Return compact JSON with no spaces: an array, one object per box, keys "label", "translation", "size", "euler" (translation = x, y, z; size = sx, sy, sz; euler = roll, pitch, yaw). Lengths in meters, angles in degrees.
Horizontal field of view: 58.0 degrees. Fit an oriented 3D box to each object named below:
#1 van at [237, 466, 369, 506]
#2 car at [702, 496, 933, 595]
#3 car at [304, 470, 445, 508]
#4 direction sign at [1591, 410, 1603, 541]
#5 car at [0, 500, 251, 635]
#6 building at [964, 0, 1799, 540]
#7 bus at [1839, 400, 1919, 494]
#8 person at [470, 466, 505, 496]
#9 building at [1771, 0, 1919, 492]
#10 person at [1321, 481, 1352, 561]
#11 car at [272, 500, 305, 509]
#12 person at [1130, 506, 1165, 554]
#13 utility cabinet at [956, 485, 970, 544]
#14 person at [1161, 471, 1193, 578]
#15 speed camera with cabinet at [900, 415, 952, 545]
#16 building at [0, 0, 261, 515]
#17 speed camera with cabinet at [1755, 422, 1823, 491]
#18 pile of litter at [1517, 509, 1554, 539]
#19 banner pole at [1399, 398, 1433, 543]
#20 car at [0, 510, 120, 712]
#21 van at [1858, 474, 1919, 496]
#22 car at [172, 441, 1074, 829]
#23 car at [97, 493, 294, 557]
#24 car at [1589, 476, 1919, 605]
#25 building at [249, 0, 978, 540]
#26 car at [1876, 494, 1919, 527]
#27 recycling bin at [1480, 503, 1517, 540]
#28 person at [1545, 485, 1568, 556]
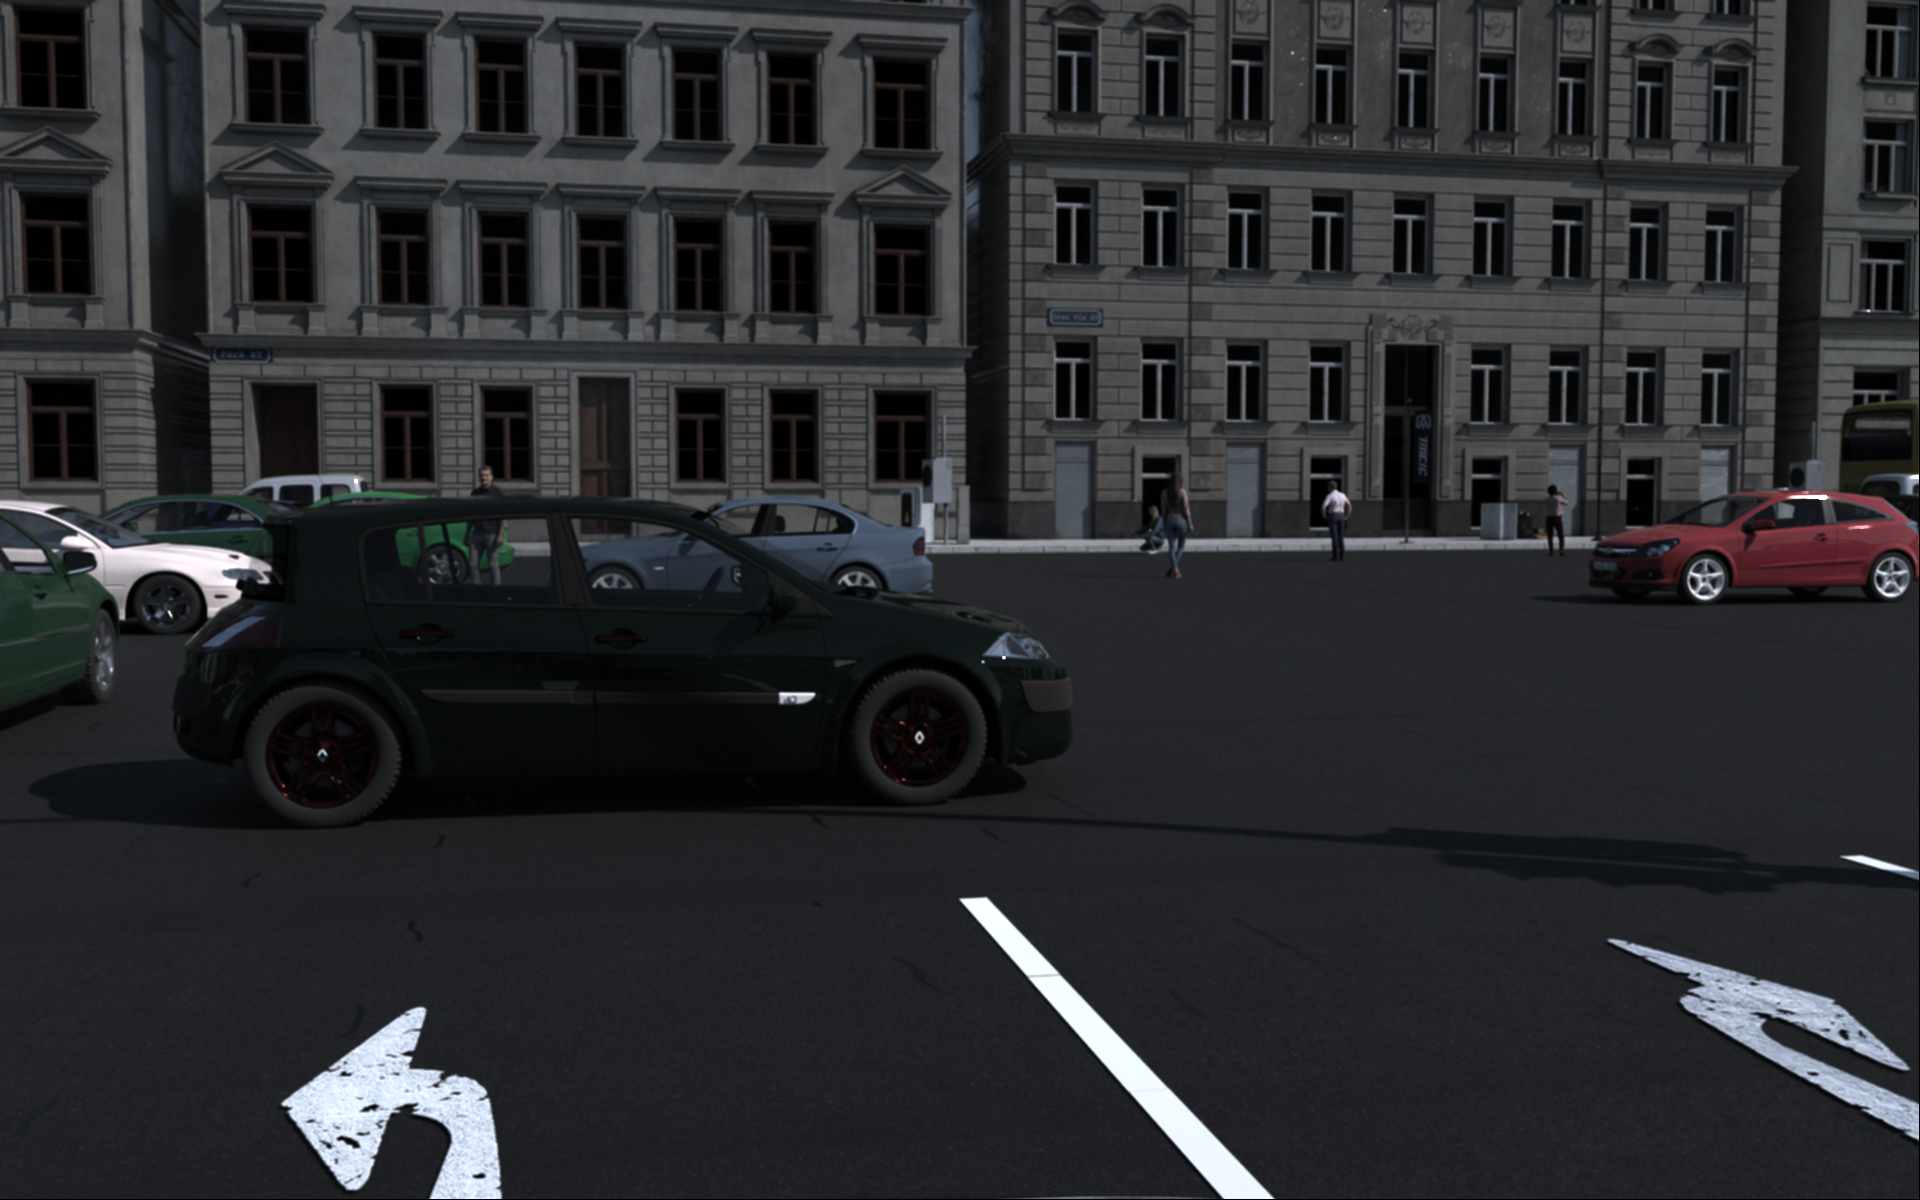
[{"label":"van","translation":[-14.559,-1.808,36.575],"size":[4.112,2.044,2.013],"euler":[-1,4,-12]},{"label":"car","translation":[-2.581,-0.518,20.468],"size":[4.499,1.417,2.014],"euler":[-1,4,-11]},{"label":"car","translation":[-9.193,-1.069,26.269],"size":[4.718,1.807,1.959],"euler":[-1,4,-12]},{"label":"direction sign","translation":[17.441,-3.378,47.223],"size":[0.379,3.537,0.876],"euler":[2,4,24]},{"label":"car","translation":[-9.670,-0.355,18.165],"size":[4.827,1.381,2.083],"euler":[-1,4,-11]},{"label":"building","translation":[12.058,-15.797,55.544],"size":[25.104,27.353,12.463],"euler":[-1,4,-12]},{"label":"bus","translation":[27.098,-3.035,41.172],"size":[12.252,3.916,2.896],"euler":[-1,4,-12]},{"label":"person","translation":[-6.328,-0.879,23.004],"size":[0.598,1.807,0.434],"euler":[2,4,28]},{"label":"building","translation":[38.785,-14.030,62.666],"size":[30.059,22.955,16.112],"euler":[-1,4,-12]},{"label":"person","translation":[8.025,-1.696,37.175],"size":[0.756,1.711,0.436],"euler":[-1,4,-15]},{"label":"car","translation":[-13.555,-1.351,34.666],"size":[3.894,1.354,1.945],"euler":[-1,4,-11]},{"label":"person","translation":[4.580,-1.679,41.450],"size":[0.738,1.151,1.012],"euler":[-1,4,-12]},{"label":"utility cabinet","translation":[0.058,-2.200,44.653],"size":[0.318,1.500,1.173],"euler":[0,4,-3]},{"label":"person","translation":[3.725,-1.296,29.696],"size":[0.555,1.821,0.388],"euler":[1,4,15]},{"label":"speed camera with cabinet","translation":[-0.878,-3.044,44.106],"size":[0.660,3.252,2.038],"euler":[-2,4,-25]},{"label":"building","translation":[-31.036,-12.800,45.436],"size":[21.152,22.565,11.583],"euler":[-1,4,-12]},{"label":"speed camera with cabinet","translation":[22.990,-3.288,48.099],"size":[0.660,3.252,2.038],"euler":[-1,4,-14]},{"label":"pile of litter","translation":[16.528,-2.193,49.825],"size":[1.176,0.858,1.719],"euler":[3,4,36]},{"label":"banner pole","translation":[11.962,-3.385,45.362],"size":[0.863,3.779,0.401],"euler":[1,4,16]},{"label":"car","translation":[-6.450,0.091,10.304],"size":[2.131,1.459,4.920],"euler":[-1,4,-12]},{"label":"van","translation":[20.866,-1.784,36.178],"size":[4.112,2.044,2.013],"euler":[-1,4,-11]},{"label":"car","translation":[-1.551,0.082,8.448],"size":[4.222,1.686,2.009],"euler":[-1,4,-12]},{"label":"car","translation":[-9.956,-0.612,21.800],"size":[4.920,1.459,2.131],"euler":[-1,4,-13]},{"label":"car","translation":[10.693,-0.875,23.351],"size":[4.494,1.783,2.155],"euler":[-1,4,-11]},{"label":"building","translation":[-10.471,-13.106,50.438],"size":[21.152,22.565,11.583],"euler":[-1,4,-12]},{"label":"car","translation":[17.867,-1.434,33.228],"size":[2.009,1.686,4.222],"euler":[-1,4,-12]},{"label":"recycling bin","translation":[15.137,-2.208,48.662],"size":[0.722,1.027,0.722],"euler":[-2,4,-24]},{"label":"person","translation":[13.795,-1.845,40.128],"size":[0.566,1.644,0.517],"euler":[-1,4,-18]}]
